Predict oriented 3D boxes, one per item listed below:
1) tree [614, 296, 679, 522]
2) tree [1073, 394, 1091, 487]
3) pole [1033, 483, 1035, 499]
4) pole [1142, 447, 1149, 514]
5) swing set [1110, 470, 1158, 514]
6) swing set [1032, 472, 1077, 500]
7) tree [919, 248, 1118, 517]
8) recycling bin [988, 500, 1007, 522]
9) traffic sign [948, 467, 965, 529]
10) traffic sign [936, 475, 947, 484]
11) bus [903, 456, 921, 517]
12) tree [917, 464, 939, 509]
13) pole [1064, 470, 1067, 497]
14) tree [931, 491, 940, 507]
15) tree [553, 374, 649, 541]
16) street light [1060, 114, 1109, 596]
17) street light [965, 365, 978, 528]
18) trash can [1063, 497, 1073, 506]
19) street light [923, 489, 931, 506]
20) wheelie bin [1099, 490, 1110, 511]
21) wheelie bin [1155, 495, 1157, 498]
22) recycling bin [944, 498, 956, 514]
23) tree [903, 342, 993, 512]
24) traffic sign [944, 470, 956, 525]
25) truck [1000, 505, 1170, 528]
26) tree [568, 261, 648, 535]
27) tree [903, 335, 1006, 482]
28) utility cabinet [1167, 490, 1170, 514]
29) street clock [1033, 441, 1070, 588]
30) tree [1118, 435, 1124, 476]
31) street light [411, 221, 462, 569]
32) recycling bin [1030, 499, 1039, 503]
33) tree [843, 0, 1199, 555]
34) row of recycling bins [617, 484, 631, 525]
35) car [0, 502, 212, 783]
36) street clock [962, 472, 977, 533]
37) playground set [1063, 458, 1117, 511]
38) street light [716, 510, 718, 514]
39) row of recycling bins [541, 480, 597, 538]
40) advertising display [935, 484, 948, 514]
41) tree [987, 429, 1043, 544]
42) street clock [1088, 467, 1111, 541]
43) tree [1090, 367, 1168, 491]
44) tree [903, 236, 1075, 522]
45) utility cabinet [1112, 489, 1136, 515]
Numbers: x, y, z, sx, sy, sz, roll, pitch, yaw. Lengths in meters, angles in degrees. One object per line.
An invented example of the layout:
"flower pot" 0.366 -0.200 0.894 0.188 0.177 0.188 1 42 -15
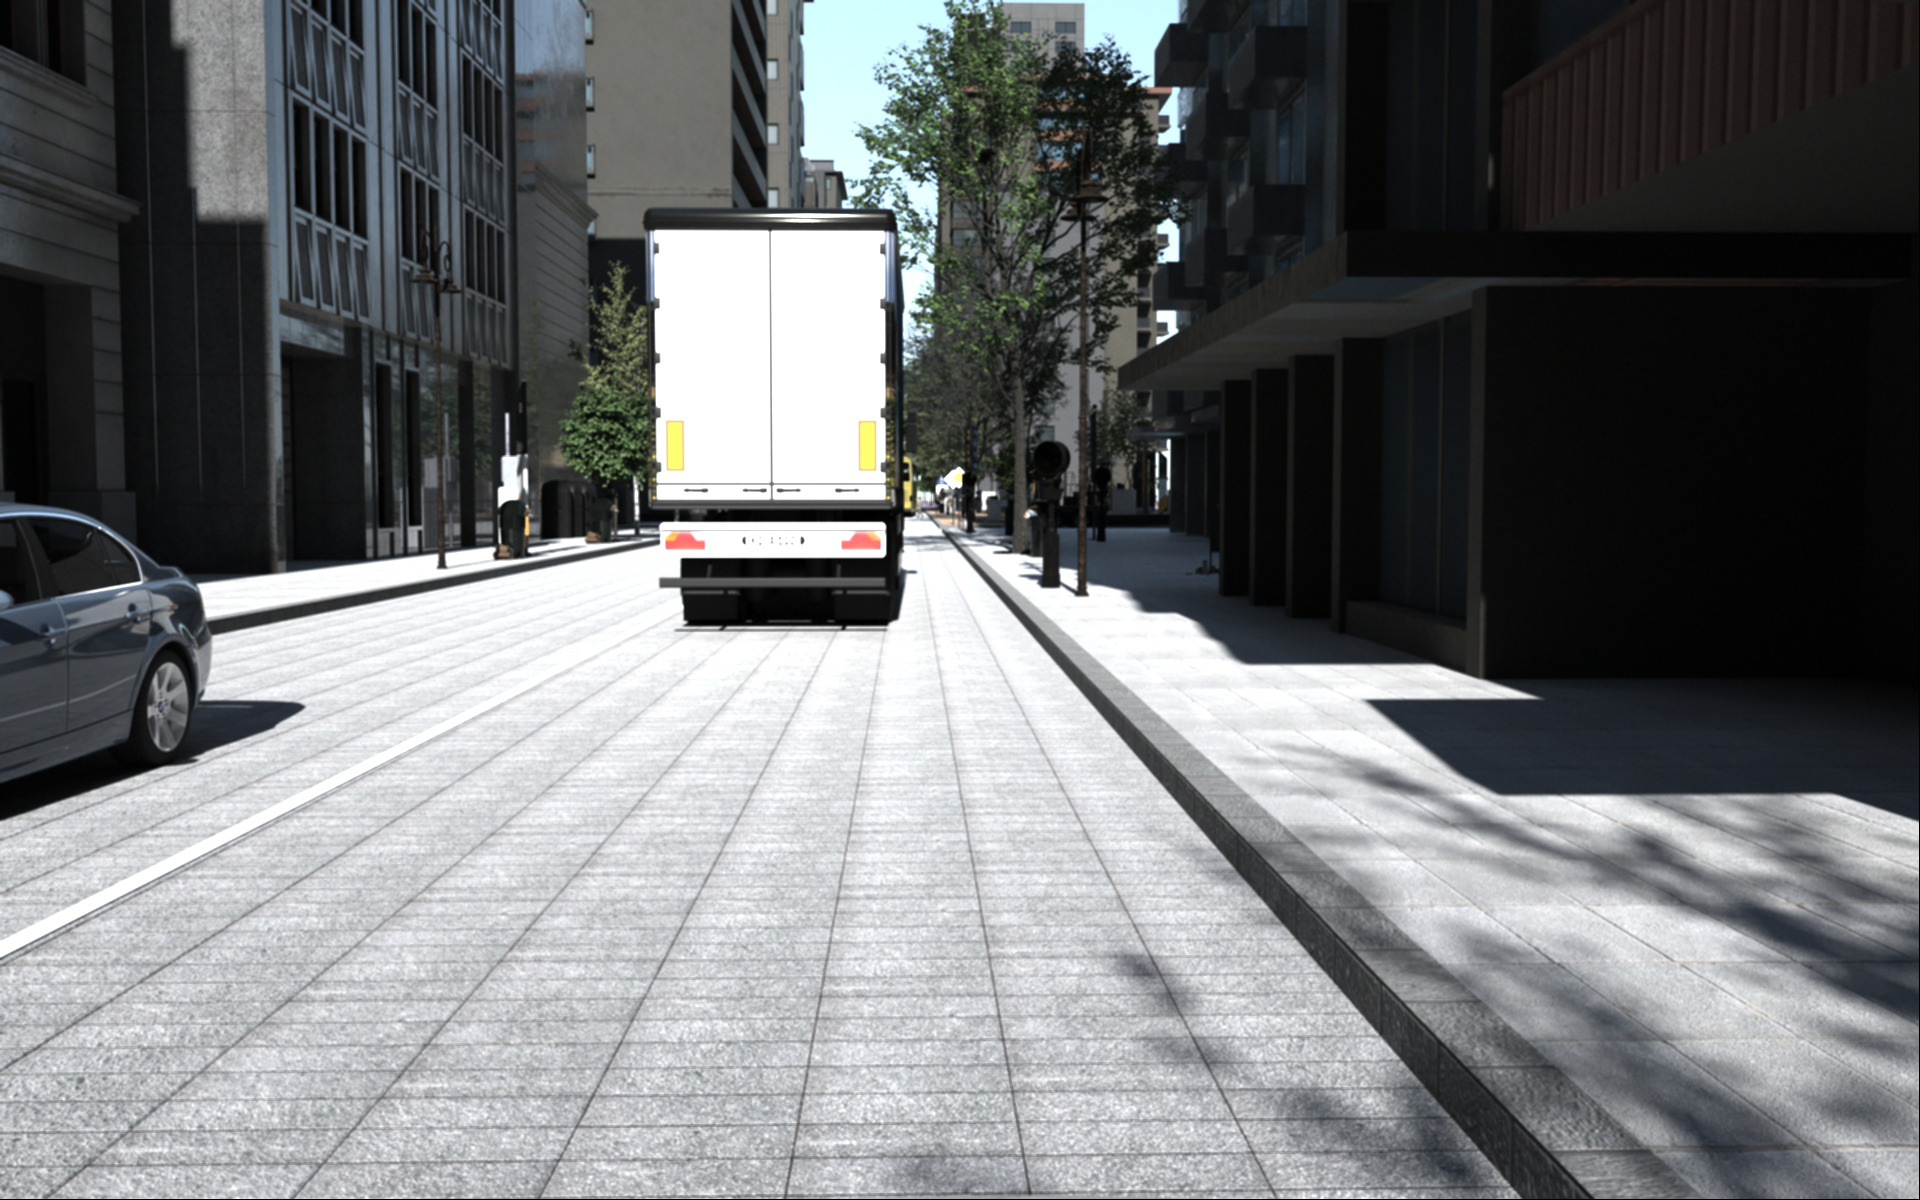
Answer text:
"tree" -10.035 -6.746 60.665 4.360 8.622 3.978 0 3 0
"tree" 9.520 -10.311 118.945 4.737 8.622 4.395 0 3 0
"pole" 6.199 -9.220 144.592 0.158 3.312 0.155 0 3 0
"pole" 8.083 -5.012 75.785 0.158 3.312 0.155 0 3 0
"swing set" 11.160 -6.871 109.959 2.862 2.851 3.119 0 4 -5
"swing set" 6.894 -7.740 124.173 3.119 2.851 2.862 -1 4 -14
"tree" 1.711 -6.216 51.995 4.360 8.622 3.978 0 3 0
"recycling bin" 1.732 -4.094 79.488 0.722 1.027 0.722 2 4 28
"traffic sign" -0.040 -3.684 63.876 0.795 2.450 0.064 0 4 -2
"traffic sign" -1.249 -7.229 118.308 0.768 2.556 0.104 0 4 5
"bus" -4.134 -7.306 111.002 2.896 3.916 12.252 0 4 0
"tree" -3.133 -12.700 191.352 4.285 4.588 4.351 0 3 0
"pole" 8.307 -8.730 136.580 0.158 3.312 0.155 0 3 0
"tree" -1.929 -11.026 174.870 1.663 3.219 1.824 0 3 0
"tree" -9.463 -3.907 47.588 4.285 4.588 4.351 0 3 0
"street light" 1.534 -2.986 21.604 0.468 5.910 1.993 0 4 -2
"street light" 0.414 -5.482 62.425 0.468 5.910 1.993 0 4 -2
"trash can" 6.360 -5.500 101.579 0.748 1.137 0.748 0 3 0
"street light" -4.288 -15.311 223.121 0.468 5.910 1.993 0 4 -2
"wheelie bin" 10.745 -7.402 128.936 0.980 1.594 0.693 3 5 42
"wheelie bin" 14.586 -7.644 132.887 0.980 1.594 0.693 -1 4 -11
"recycling bin" -0.660 -6.092 112.153 0.722 1.027 0.722 0 4 -3
"tree" -1.285 -12.724 126.169 7.486 12.596 7.792 0 3 0
"traffic sign" -0.275 -4.172 71.858 0.795 2.450 0.064 0 4 -2
"truck" 11.024 -4.754 67.490 18.799 4.110 2.967 0 4 -2
"tree" -10.185 -6.362 54.386 4.737 8.622 4.395 0 3 0
"tree" -1.164 -14.241 139.493 9.857 13.997 8.962 0 3 0
"utility cabinet" 11.078 -4.820 87.488 1.173 1.500 0.318 0 4 2
"street clock" 1.248 -1.169 23.691 0.471 2.002 0.358 2 4 32
"tree" 11.974 -11.935 145.496 4.360 8.622 3.978 0 3 0
"street light" -8.912 -3.476 29.621 0.468 5.910 1.993 0 4 -2
"recycling bin" 3.643 -4.651 88.595 0.722 1.027 0.722 1 4 15
"tree" 1.147 -6.802 36.965 9.928 11.665 9.643 0 3 0
"row of recycling bins" -14.384 -4.043 73.216 1.069 1.692 3.534 0 4 -7
"car" -5.044 0.251 7.895 2.014 1.417 4.499 0 3 0
"street clock" 0.320 -3.188 56.693 0.471 2.002 0.358 0 4 -4
"playground set" 10.850 -8.983 133.648 5.637 4.214 5.302 0 4 2
"street light" -10.184 -6.092 72.393 0.468 5.910 1.993 0 4 -2
"row of recycling bins" -11.620 -2.732 51.781 1.069 1.692 3.534 0 4 4
"advertising display" -1.162 -6.665 114.181 0.974 1.923 0.123 -1 4 -20
"tree" 1.429 -3.077 44.912 1.663 3.219 1.824 0 3 0
"street clock" 3.831 -2.590 46.919 0.471 2.002 0.358 -1 4 -16
"tree" 9.888 -9.133 99.695 4.737 8.622 4.395 0 3 0
"tree" 0.698 -10.440 81.066 12.009 13.543 11.850 0 3 0
"utility cabinet" 7.400 -4.243 78.048 1.173 1.500 0.318 3 5 44
